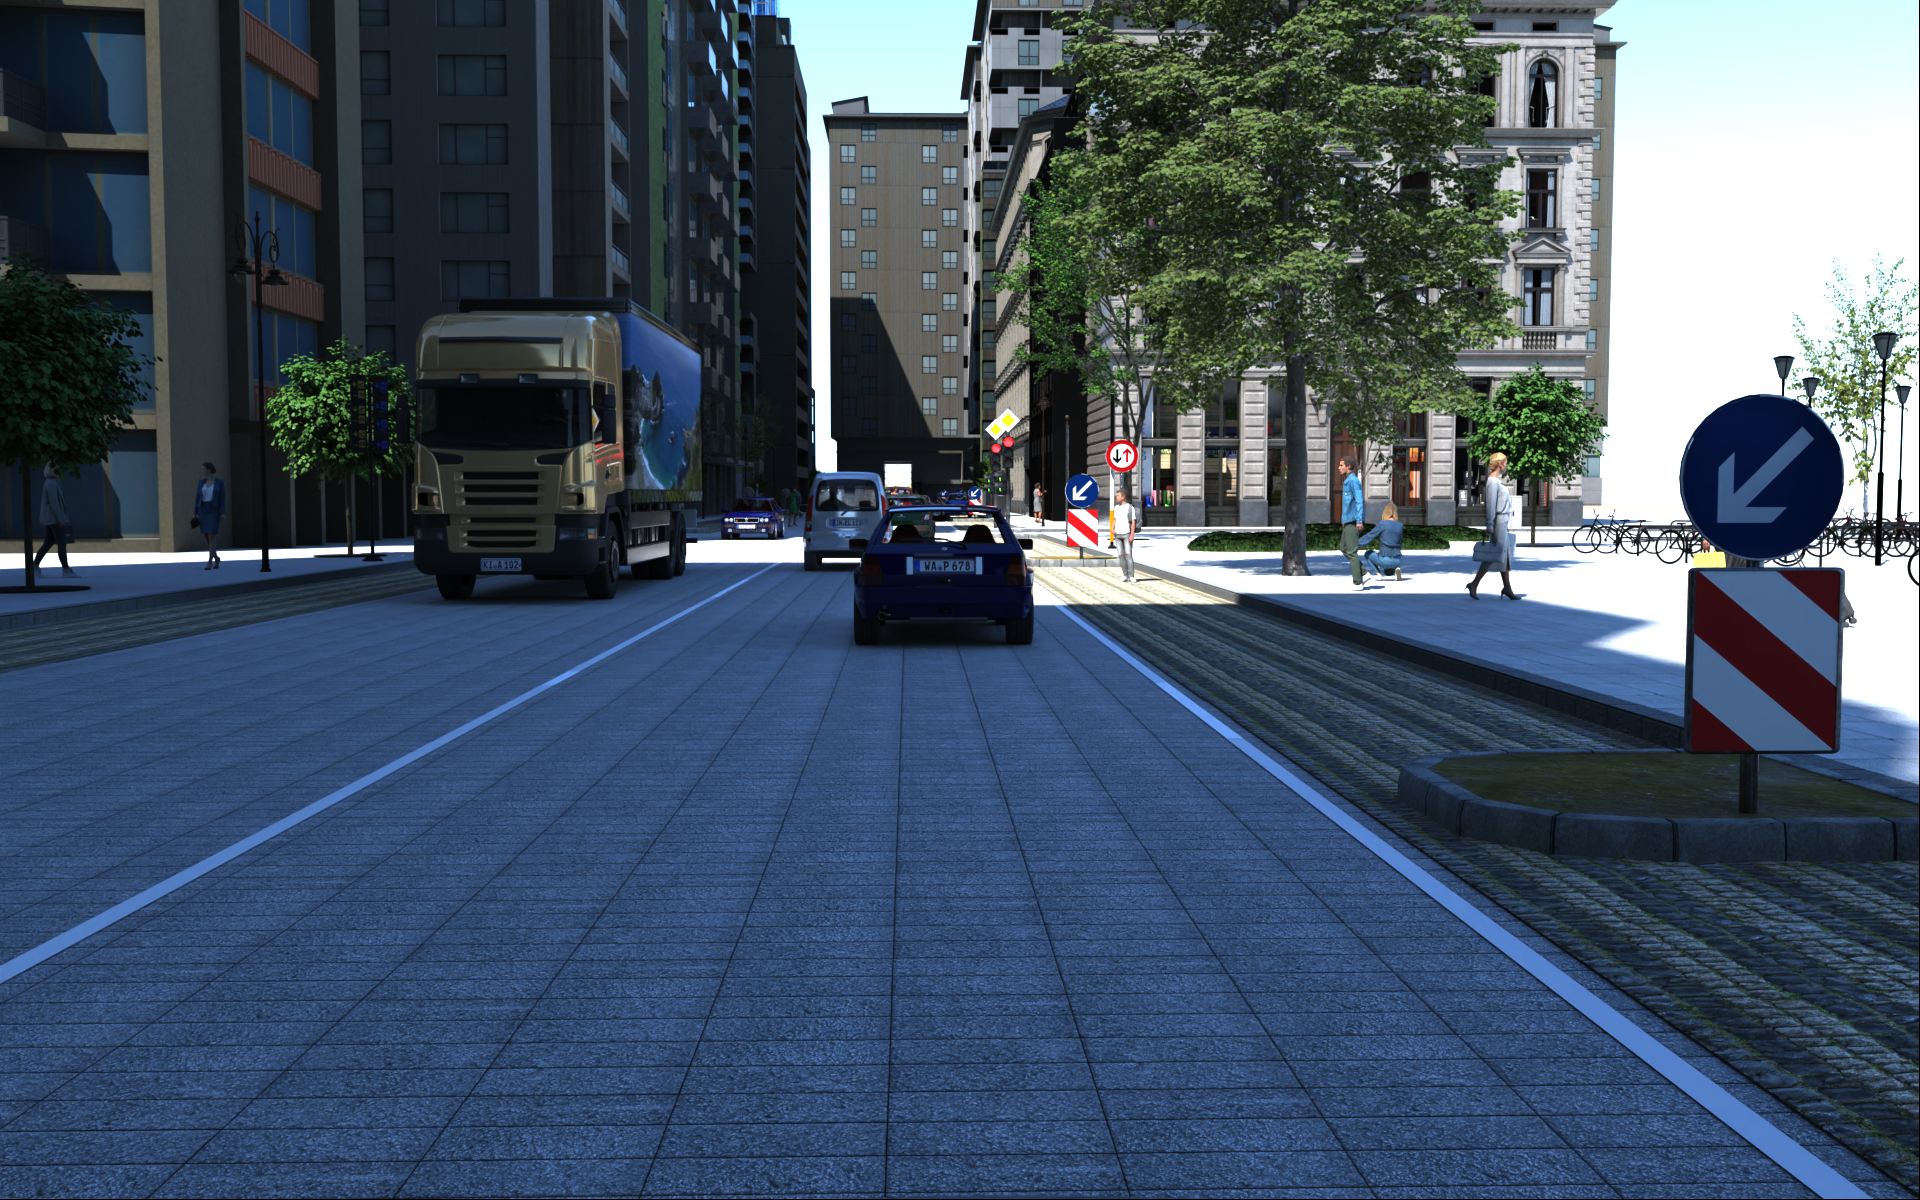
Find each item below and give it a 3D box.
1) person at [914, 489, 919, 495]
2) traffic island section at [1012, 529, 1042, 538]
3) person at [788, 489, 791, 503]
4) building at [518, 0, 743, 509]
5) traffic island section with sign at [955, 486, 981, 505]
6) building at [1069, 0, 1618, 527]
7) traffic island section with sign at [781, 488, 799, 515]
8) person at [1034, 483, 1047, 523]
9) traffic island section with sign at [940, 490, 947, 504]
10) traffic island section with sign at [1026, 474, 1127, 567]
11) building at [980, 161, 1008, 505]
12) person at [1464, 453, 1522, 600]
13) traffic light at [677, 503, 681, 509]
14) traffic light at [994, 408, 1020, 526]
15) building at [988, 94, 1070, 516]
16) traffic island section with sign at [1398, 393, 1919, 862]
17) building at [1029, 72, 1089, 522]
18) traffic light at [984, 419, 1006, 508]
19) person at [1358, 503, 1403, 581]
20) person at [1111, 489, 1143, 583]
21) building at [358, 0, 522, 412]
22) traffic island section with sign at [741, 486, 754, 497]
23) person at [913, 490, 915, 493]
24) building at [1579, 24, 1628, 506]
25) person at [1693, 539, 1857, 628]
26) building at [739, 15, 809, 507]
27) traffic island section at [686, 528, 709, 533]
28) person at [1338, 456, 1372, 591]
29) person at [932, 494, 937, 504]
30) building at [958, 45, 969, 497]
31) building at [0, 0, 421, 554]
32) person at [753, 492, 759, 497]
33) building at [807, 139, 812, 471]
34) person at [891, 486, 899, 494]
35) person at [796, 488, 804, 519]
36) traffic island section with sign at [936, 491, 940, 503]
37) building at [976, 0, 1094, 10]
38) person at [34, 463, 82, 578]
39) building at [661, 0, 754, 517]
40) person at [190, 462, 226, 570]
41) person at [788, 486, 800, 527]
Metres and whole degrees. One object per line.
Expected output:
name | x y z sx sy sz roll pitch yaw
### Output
person | -3.155 -6.815 120.206 0.573 1.790 0.520 2 4 33
traffic island section | 1.592 -2.119 56.919 2.009 0.180 2.903 0 4 -2
person | -15.486 -9.182 156.617 0.568 1.767 0.683 3 5 45
building | -24.325 -27.369 131.071 14.154 41.232 14.086 0 4 -2
traffic island section with sign | 0.633 -4.955 89.642 1.989 1.847 2.006 0 4 -2
building | 14.938 -14.833 71.403 19.941 23.489 11.050 0 4 -2
traffic island section with sign | -11.712 -6.625 116.950 1.989 1.847 2.006 0 4 -2
person | 3.531 -4.257 76.009 0.532 1.782 0.716 -1 4 -18
traffic island section with sign | -0.163 -6.603 116.586 1.989 1.847 2.006 0 4 -2
traffic island section with sign | 2.255 -1.588 34.587 1.989 1.847 2.006 0 4 -2
building | 8.718 -23.323 153.028 14.160 30.474 14.107 0 4 -2
person | 6.474 -0.893 21.002 0.624 1.780 0.694 2 4 32
traffic light | -10.440 -4.618 64.423 0.839 4.253 0.868 0 4 -2
traffic light | 1.552 -4.152 56.803 0.839 4.253 0.868 0 4 -2
building | 11.404 -20.878 117.765 17.030 29.872 44.131 0 4 -2
traffic island section with sign | 3.052 0.060 7.643 1.989 1.847 2.006 0 4 -2
building | 10.223 -15.799 87.990 12.332 23.373 15.834 0 4 -2
traffic light | 1.316 -4.640 64.785 0.839 4.253 0.868 0 4 -2
person | 6.200 -0.864 25.661 1.012 1.151 0.738 -1 4 -9
person | 2.695 -1.035 28.016 0.503 1.515 0.523 1 4 12
building | -20.062 -23.679 70.742 14.154 41.232 14.086 0 4 -2
traffic island section with sign | -10.883 -4.925 89.159 1.989 1.847 2.006 0 4 -2
person | -4.846 -10.576 181.432 0.705 1.821 1.348 1 4 14
building | 57.630 -37.450 201.550 27.495 52.752 28.713 0 4 -2
person | 7.856 -0.639 16.709 1.509 1.804 0.699 1 4 10
building | -27.102 -34.037 180.211 21.300 48.544 21.600 0 4 -2
traffic island section | -10.480 -2.586 64.557 2.009 0.180 2.903 0 4 -2
person | 5.236 -1.014 22.961 0.444 1.785 0.601 1 4 20
person | -2.991 -12.248 211.979 0.991 1.433 0.599 1 4 10
building | 14.760 -37.419 201.039 28.713 52.752 27.495 0 4 -2
building | -29.330 -23.749 42.922 28.867 44.769 22.147 0 4 -2
person | -15.738 -7.749 132.752 0.660 1.820 0.620 1 4 8
building | -25.182 -34.024 206.402 14.200 45.320 14.600 0 4 -2
person | -3.095 -4.478 81.816 0.616 1.811 0.778 -2 4 -35
person | -9.297 -5.604 100.461 0.444 1.785 0.601 0 4 1
traffic island section with sign | -1.666 -9.703 167.264 1.989 1.847 2.006 0 4 -2
building | 16.023 -35.733 173.478 28.713 52.752 27.495 0 4 -2
person | -13.877 -1.240 26.502 0.728 1.800 0.709 -2 4 -27
building | -24.800 -29.418 100.591 23.786 49.044 30.456 0 4 -2
person | -12.733 -1.433 29.493 0.581 1.822 0.654 1 4 14
person | -7.364 -4.132 76.307 0.529 1.795 0.600 -2 4 -26
